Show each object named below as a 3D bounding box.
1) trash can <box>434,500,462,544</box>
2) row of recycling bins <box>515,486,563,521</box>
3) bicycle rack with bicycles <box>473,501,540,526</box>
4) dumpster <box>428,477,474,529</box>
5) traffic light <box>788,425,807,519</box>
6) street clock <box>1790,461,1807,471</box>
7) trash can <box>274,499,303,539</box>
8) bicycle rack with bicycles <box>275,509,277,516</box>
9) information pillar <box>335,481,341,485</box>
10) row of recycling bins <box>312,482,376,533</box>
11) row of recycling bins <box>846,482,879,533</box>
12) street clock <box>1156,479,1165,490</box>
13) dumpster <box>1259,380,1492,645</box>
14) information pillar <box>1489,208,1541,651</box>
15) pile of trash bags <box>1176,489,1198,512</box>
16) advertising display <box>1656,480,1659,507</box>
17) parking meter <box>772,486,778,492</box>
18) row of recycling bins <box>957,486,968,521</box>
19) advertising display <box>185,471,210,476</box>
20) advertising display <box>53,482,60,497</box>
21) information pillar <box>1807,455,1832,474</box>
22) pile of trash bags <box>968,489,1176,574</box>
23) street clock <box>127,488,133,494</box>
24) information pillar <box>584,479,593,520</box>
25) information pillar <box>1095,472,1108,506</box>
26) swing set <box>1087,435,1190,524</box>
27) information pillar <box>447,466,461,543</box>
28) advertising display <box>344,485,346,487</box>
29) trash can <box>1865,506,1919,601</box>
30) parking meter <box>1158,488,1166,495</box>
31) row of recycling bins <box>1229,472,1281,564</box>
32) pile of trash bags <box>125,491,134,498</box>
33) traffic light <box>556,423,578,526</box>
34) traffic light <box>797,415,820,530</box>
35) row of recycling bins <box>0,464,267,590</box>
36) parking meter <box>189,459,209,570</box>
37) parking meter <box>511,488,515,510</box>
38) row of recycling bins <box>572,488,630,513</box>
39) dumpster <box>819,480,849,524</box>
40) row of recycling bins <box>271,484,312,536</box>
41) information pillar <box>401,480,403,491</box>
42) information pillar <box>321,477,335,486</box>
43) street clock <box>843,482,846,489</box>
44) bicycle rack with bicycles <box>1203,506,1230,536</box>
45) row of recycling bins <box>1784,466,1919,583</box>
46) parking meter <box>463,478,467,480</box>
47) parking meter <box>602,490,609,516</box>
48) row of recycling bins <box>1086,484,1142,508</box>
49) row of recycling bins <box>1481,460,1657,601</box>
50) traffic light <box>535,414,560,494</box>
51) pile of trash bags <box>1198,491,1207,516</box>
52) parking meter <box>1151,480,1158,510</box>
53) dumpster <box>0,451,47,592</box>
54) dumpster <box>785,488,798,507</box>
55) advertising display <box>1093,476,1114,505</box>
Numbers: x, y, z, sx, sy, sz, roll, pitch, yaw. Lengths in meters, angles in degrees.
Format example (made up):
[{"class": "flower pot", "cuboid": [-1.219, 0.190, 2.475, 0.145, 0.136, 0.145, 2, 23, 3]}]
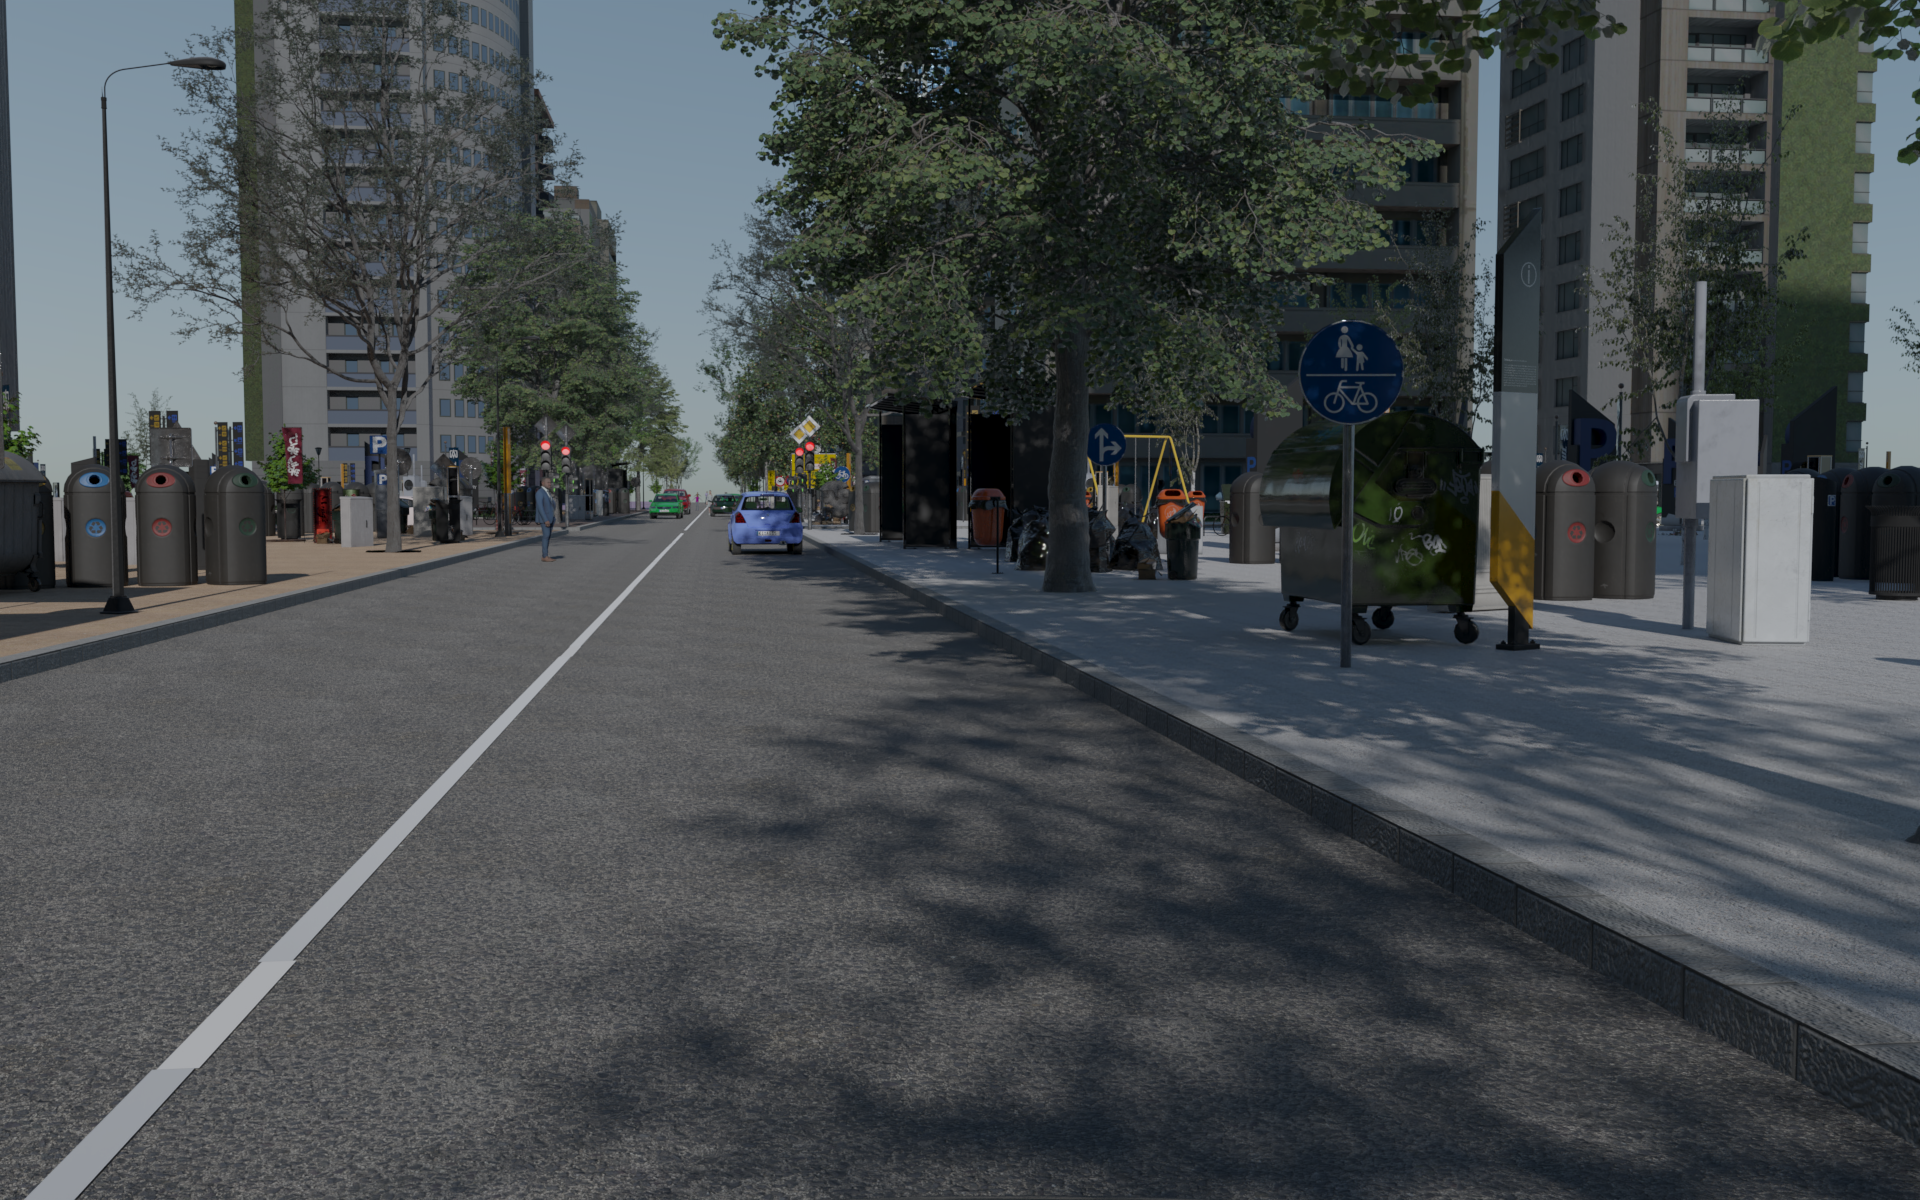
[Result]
[{"class": "trash can", "cuboid": [-13.315, -2.043, 45.059, 0.748, 1.137, 0.748, 0, 3, 0]}, {"class": "row of recycling bins", "cuboid": [-20.438, -4.709, 84.106, 1.069, 1.692, 3.534, -3, 5, -44]}, {"class": "bicycle rack with bicycles", "cuboid": [-18.491, -3.554, 71.497, 2.852, 0.926, 2.925, 3, 5, 43]}, {"class": "dumpster", "cuboid": [-16.450, -3.068, 55.926, 1.264, 1.857, 1.865, 0, 4, -8]}, {"class": "traffic light", "cuboid": [-6.503, -4.955, 69.935, 0.839, 4.253, 0.868, 0, 4, -8]}, {"class": "street clock", "cuboid": [18.386, -2.038, 37.886, 0.471, 2.002, 0.358, -2, 4, -29]}, {"class": "trash can", "cuboid": [-18.722, -2.243, 48.326, 0.748, 1.137, 0.748, 0, 3, 0]}, {"class": "bicycle rack with bicycles", "cuboid": [-39.512, -5.034, 95.684, 2.852, 0.926, 2.925, -2, 4, -28]}, {"class": "information pillar", "cuboid": [-36.273, -5.902, 100.994, 0.304, 2.012, 0.304, 3, 4, 38]}, {"class": "row of recycling bins", "cuboid": [-20.596, -3.108, 57.932, 1.069, 1.692, 3.534, 3, 4, 36]}, {"class": "row of recycling bins", "cuboid": [-3.063, -3.160, 58.780, 1.069, 1.692, 3.534, -1, 4, -13]}, {"class": "street clock", "cuboid": [9.369, -4.704, 81.486, 0.471, 2.002, 0.358, -1, 4, -13]}, {"class": "dumpster", "cuboid": [3.689, -0.794, 15.469, 1.502, 2.255, 1.985, 0, 4, -8]}, {"class": "information pillar", "cuboid": [4.546, -1.395, 14.163, 0.504, 3.616, 0.183, -2, 4, -35]}, {"class": "pile of trash bags", "cuboid": [2.570, -1.397, 32.601, 3.447, 1.369, 1.912, 0, 4, 0]}, {"class": "advertising display", "cuboid": [31.905, -4.578, 80.063, 0.974, 1.923, 0.123, -2, 4, -27]}, {"class": "parking meter", "cuboid": [-12.830, -6.983, 119.890, 0.399, 1.863, 0.255, -1, 4, -13]}, {"class": "row of recycling bins", "cuboid": [0.255, -4.741, 84.625, 1.069, 1.692, 3.534, -1, 4, -10]}, {"class": "advertising display", "cuboid": [-21.592, -2.678, 49.001, 0.974, 1.923, 0.123, 2, 4, 24]}, {"class": "advertising display", "cuboid": [-49.620, -5.499, 95.123, 0.123, 1.923, 0.974, -3, 5, -41]}, {"class": "information pillar", "cuboid": [16.336, -1.742, 32.970, 0.304, 2.012, 0.304, -1, 4, -21]}, {"class": "pile of trash bags", "cuboid": [1.624, -1.168, 28.850, 3.447, 1.369, 1.912, -2, 4, -35]}, {"class": "street clock", "cuboid": [-54.307, -6.646, 113.225, 0.471, 2.002, 0.358, -3, 4, -36]}, {"class": "information pillar", "cuboid": [-18.173, -4.913, 84.824, 0.304, 2.012, 0.304, 1, 4, 15]}, {"class": "information pillar", "cuboid": [4.625, -3.188, 56.616, 0.304, 2.012, 0.304, -2, 4, -25]}, {"class": "swing set", "cuboid": [4.487, -2.961, 46.024, 3.119, 2.851, 2.862, -2, 4, -30]}, {"class": "information pillar", "cuboid": [-13.357, -2.520, 45.700, 0.304, 2.012, 0.304, -1, 4, -12]}, {"class": "advertising display", "cuboid": [-44.502, -7.308, 124.703, 0.974, 1.923, 0.123, 2, 4, 31]}, {"class": "trash can", "cuboid": [11.372, -0.571, 20.994, 0.748, 1.137, 0.748, 0, 3, 0]}, {"class": "parking meter", "cuboid": [8.823, -4.132, 75.972, 0.372, 1.533, 0.369, 0, 3, 0]}, {"class": "row of recycling bins", "cuboid": [6.766, -1.521, 31.974, 3.534, 1.692, 1.069, 0, 4, -1]}, {"class": "pile of trash bags", "cuboid": [-49.481, -5.872, 105.759, 3.447, 1.369, 1.912, 3, 5, 44]}, {"class": "traffic light", "cuboid": [-15.575, -4.877, 68.665, 0.839, 4.253, 0.868, 0, 4, -8]}, {"class": "traffic light", "cuboid": [-5.406, -4.471, 62.025, 0.839, 4.253, 0.868, 0, 4, -8]}, {"class": "row of recycling bins", "cuboid": [-11.580, -1.041, 24.129, 3.534, 1.692, 1.069, -2, 4, -25]}, {"class": "parking meter", "cuboid": [-12.858, -1.443, 29.303, 0.255, 1.863, 0.399, -3, 4, -36]}, {"class": "parking meter", "cuboid": [-25.039, -5.553, 96.503, 0.255, 1.863, 0.399, 3, 4, 36]}, {"class": "row of recycling bins", "cuboid": [-23.647, -6.588, 114.831, 3.534, 1.692, 1.069, 0, 4, -2]}, {"class": "dumpster", "cuboid": [-5.370, -4.205, 74.508, 1.264, 1.857, 1.865, 0, 4, -8]}, {"class": "row of recycling bins", "cuboid": [-21.717, -2.779, 52.557, 3.534, 1.692, 1.069, 0, 4, -5]}, {"class": "information pillar", "cuboid": [-29.754, -5.408, 92.908, 0.304, 2.012, 0.304, -2, 4, -34]}, {"class": "information pillar", "cuboid": [-27.482, -4.321, 75.143, 0.304, 2.012, 0.304, 1, 4, 10]}, {"class": "street clock", "cuboid": [-5.746, -4.957, 85.618, 0.358, 2.002, 0.471, 0, 4, -8]}, {"class": "bicycle rack with bicycles", "cuboid": [8.799, -2.380, 52.287, 2.925, 0.926, 2.852, -1, 4, -23]}, {"class": "row of recycling bins", "cuboid": [13.686, -1.189, 26.557, 1.069, 1.692, 3.534, 0, 4, -4]}, {"class": "parking meter", "cuboid": [-17.490, -3.384, 61.032, 0.255, 1.863, 0.399, -1, 4, -12]}, {"class": "parking meter", "cuboid": [-20.786, -5.702, 101.637, 0.372, 1.533, 0.369, 0, 3, 0]}, {"class": "row of recycling bins", "cuboid": [6.467, -4.039, 73.148, 1.069, 1.692, 3.534, -2, 4, -30]}, {"class": "row of recycling bins", "cuboid": [6.860, -0.845, 20.927, 3.534, 1.692, 1.069, -1, 4, -22]}, {"class": "traffic light", "cuboid": [-14.478, -4.394, 60.755, 0.839, 4.253, 0.868, 0, 4, -8]}, {"class": "pile of trash bags", "cuboid": [5.471, -2.465, 50.056, 3.447, 1.369, 1.912, -1, 4, -14]}, {"class": "parking meter", "cuboid": [8.093, -4.058, 72.067, 0.255, 1.863, 0.399, 0, 4, 8]}, {"class": "dumpster", "cuboid": [-12.510, -0.984, 21.844, 1.264, 1.857, 1.865, 0, 4, -8]}, {"class": "dumpster", "cuboid": [-9.626, -5.897, 102.180, 1.264, 1.857, 1.865, 0, 4, -8]}, {"class": "advertising display", "cuboid": [5.187, -3.502, 62.464, 0.974, 1.923, 0.123, -3, 4, -36]}]
